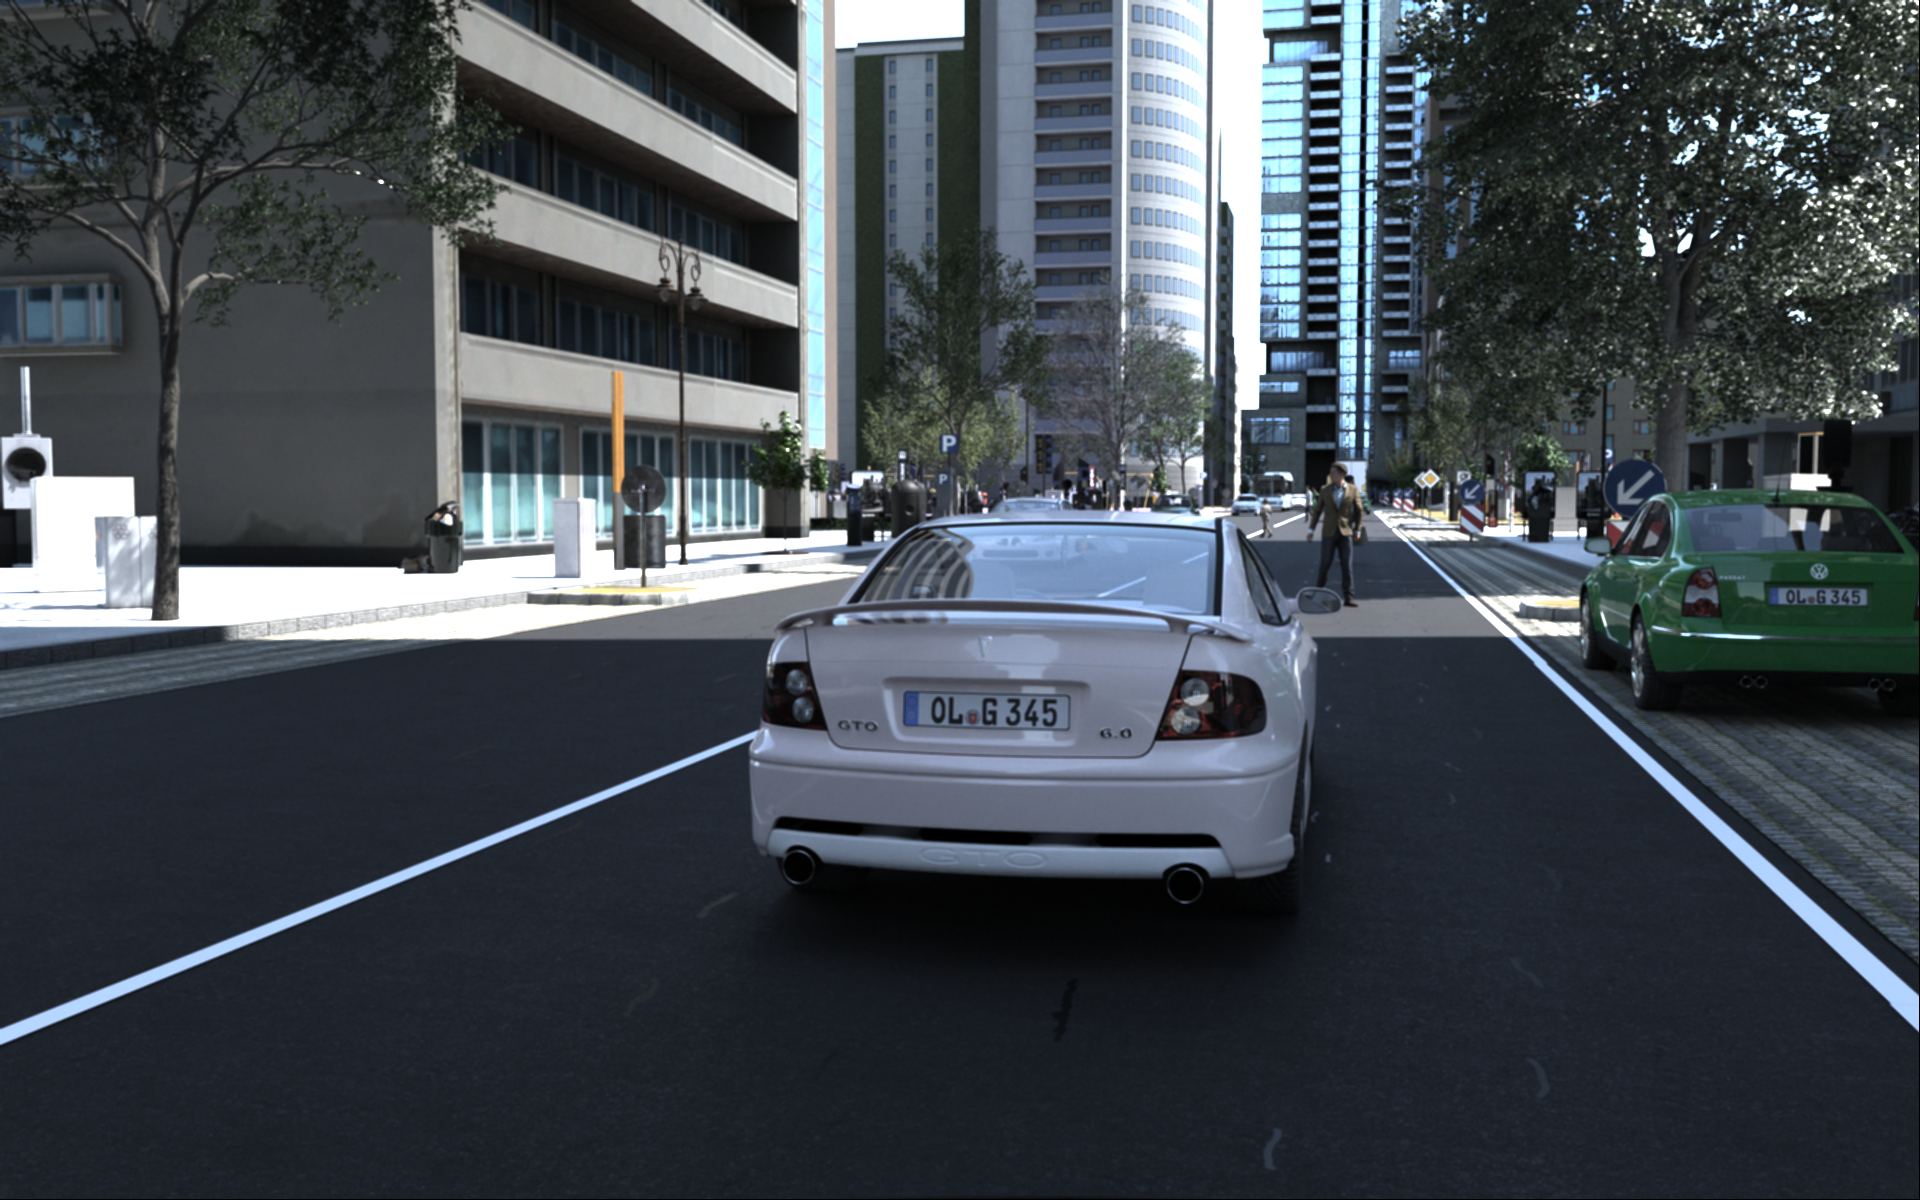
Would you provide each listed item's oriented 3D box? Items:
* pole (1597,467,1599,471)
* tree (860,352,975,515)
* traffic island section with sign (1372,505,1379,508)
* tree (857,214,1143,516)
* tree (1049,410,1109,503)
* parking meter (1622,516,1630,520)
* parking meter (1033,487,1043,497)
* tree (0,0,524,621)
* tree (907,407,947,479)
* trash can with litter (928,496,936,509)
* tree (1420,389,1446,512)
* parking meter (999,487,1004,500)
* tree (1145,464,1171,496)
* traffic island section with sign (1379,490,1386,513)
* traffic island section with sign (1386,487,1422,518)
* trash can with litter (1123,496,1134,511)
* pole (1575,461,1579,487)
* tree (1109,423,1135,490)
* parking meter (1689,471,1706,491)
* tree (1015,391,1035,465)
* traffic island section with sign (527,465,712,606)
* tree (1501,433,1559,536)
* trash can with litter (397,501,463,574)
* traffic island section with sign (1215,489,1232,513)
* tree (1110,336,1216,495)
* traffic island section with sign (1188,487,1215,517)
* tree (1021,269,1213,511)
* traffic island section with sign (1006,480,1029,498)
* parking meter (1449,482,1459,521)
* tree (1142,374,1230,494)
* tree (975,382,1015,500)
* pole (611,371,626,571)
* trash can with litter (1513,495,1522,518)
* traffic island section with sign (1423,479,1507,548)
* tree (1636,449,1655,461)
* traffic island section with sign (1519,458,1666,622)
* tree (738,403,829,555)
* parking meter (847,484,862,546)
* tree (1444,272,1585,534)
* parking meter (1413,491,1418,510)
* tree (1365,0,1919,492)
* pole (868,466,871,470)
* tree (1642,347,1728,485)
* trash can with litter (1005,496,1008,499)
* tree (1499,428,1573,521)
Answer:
[{"bbox_3d":[48.538,-8.438,131.804,0.158,3.312,0.155,0,3,0],"label":"pole"},{"bbox_3d":[-2.518,-8.417,87.979,4.737,8.622,4.395,0,3,0],"label":"tree"},{"bbox_3d":[43.379,-10.290,176.868,1.989,1.847,2.006,1,4,13],"label":"traffic island section with sign"},{"bbox_3d":[0.113,-7.497,56.988,7.601,10.594,8.767,-3,4,-36],"label":"tree"},{"bbox_3d":[9.111,-11.680,141.338,4.360,8.622,3.978,0,3,0],"label":"tree"},{"bbox_3d":[30.309,-4.302,78.746,0.372,1.533,0.369,0,3,0],"label":"parking meter"},{"bbox_3d":[2.987,-3.545,66.376,0.372,1.533,0.369,0,3,0],"label":"parking meter"},{"bbox_3d":[-7.829,-5.083,17.521,8.767,10.594,7.601,3,5,41],"label":"tree"},{"bbox_3d":[-1.881,-11.689,141.471,4.360,8.622,3.978,0,3,0],"label":"tree"},{"bbox_3d":[-1.168,-4.967,92.600,0.624,1.170,1.055,2,4,35],"label":"trash can with litter"},{"bbox_3d":[33.956,-10.398,120.369,4.360,8.622,3.978,0,3,0],"label":"tree"},{"bbox_3d":[3.371,-8.157,139.085,0.255,1.863,0.399,-3,5,-39],"label":"parking meter"},{"bbox_3d":[12.678,-6.987,108.843,1.663,3.219,1.824,0,3,0],"label":"tree"},{"bbox_3d":[32.262,-7.318,128.277,1.989,1.847,2.006,1,4,13],"label":"traffic island section with sign"},{"bbox_3d":[26.274,-5.710,101.993,1.989,1.847,2.006,1,4,13],"label":"traffic island section with sign"},{"bbox_3d":[9.655,-5.239,97.046,1.055,1.170,0.624,3,5,41],"label":"trash can with litter"},{"bbox_3d":[38.403,-6.974,107.870,0.158,3.312,0.155,0,3,0],"label":"pole"},{"bbox_3d":[12.610,-12.090,148.041,4.360,8.622,3.978,0,3,0],"label":"tree"},{"bbox_3d":[18.883,-2.364,44.364,0.399,1.863,0.255,1,4,20],"label":"parking meter"},{"bbox_3d":[2.908,-9.976,113.475,4.737,8.622,4.395,0,3,0],"label":"tree"},{"bbox_3d":[-4.404,-0.881,23.032,1.989,1.847,2.006,1,4,13],"label":"traffic island section with sign"},{"bbox_3d":[17.588,-3.564,52.868,1.663,3.219,1.824,0,3,0],"label":"tree"},{"bbox_3d":[-8.547,-1.009,27.879,1.055,1.170,0.624,1,4,11],"label":"trash can with litter"},{"bbox_3d":[20.034,-7.422,129.978,1.989,1.847,2.006,1,4,13],"label":"traffic island section with sign"},{"bbox_3d":[13.380,-11.568,114.888,9.928,11.665,9.643,0,3,0],"label":"tree"},{"bbox_3d":[13.994,-5.810,103.618,1.989,1.847,2.006,1,4,13],"label":"traffic island section with sign"},{"bbox_3d":[8.481,-11.238,94.107,12.009,13.543,11.850,0,3,0],"label":"tree"},{"bbox_3d":[1.601,-2.488,49.312,1.989,1.847,2.006,1,4,13],"label":"traffic island section with sign"},{"bbox_3d":[23.177,-4.621,81.270,0.399,1.863,0.255,-2,4,-29],"label":"parking meter"},{"bbox_3d":[15.701,-11.532,122.967,7.601,10.594,8.767,1,4,17],"label":"tree"},{"bbox_3d":[0.144,-9.470,105.194,4.737,8.622,4.395,0,3,0],"label":"tree"},{"bbox_3d":[-5.703,-2.145,28.907,0.158,3.312,0.155,0,3,0],"label":"pole"},{"bbox_3d":[30.166,-4.955,92.073,2.233,1.210,1.678,1,4,18],"label":"trash can with litter"},{"bbox_3d":[13.643,-2.329,46.701,1.989,1.847,2.006,1,4,13],"label":"traffic island section with sign"},{"bbox_3d":[48.016,-8.316,119.682,4.285,4.588,4.351,0,3,0],"label":"tree"},{"bbox_3d":[7.554,-0.696,20.011,1.989,1.847,2.006,1,4,13],"label":"traffic island section with sign"},{"bbox_3d":[-3.634,-2.580,36.779,1.663,3.219,1.824,0,3,0],"label":"tree"},{"bbox_3d":[-2.611,-2.101,42.757,0.372,1.533,0.369,0,3,0],"label":"parking meter"},{"bbox_3d":[18.162,-6.465,56.069,4.360,8.622,3.978,0,3,0],"label":"tree"},{"bbox_3d":[36.783,-8.036,139.795,0.372,1.533,0.369,0,3,0],"label":"parking meter"},{"bbox_3d":[11.495,-7.392,27.522,9.857,13.997,8.962,0,3,0],"label":"tree"},{"bbox_3d":[-6.609,-8.092,126.146,0.158,3.312,0.155,0,3,0],"label":"pole"},{"bbox_3d":[35.470,-8.191,84.289,4.737,8.622,4.395,0,3,0],"label":"tree"},{"bbox_3d":[4.334,-8.666,153.075,1.055,1.170,0.624,-3,5,-41],"label":"trash can with litter"},{"bbox_3d":[27.812,-6.109,83.597,4.285,4.588,4.351,0,3,0],"label":"tree"}]
